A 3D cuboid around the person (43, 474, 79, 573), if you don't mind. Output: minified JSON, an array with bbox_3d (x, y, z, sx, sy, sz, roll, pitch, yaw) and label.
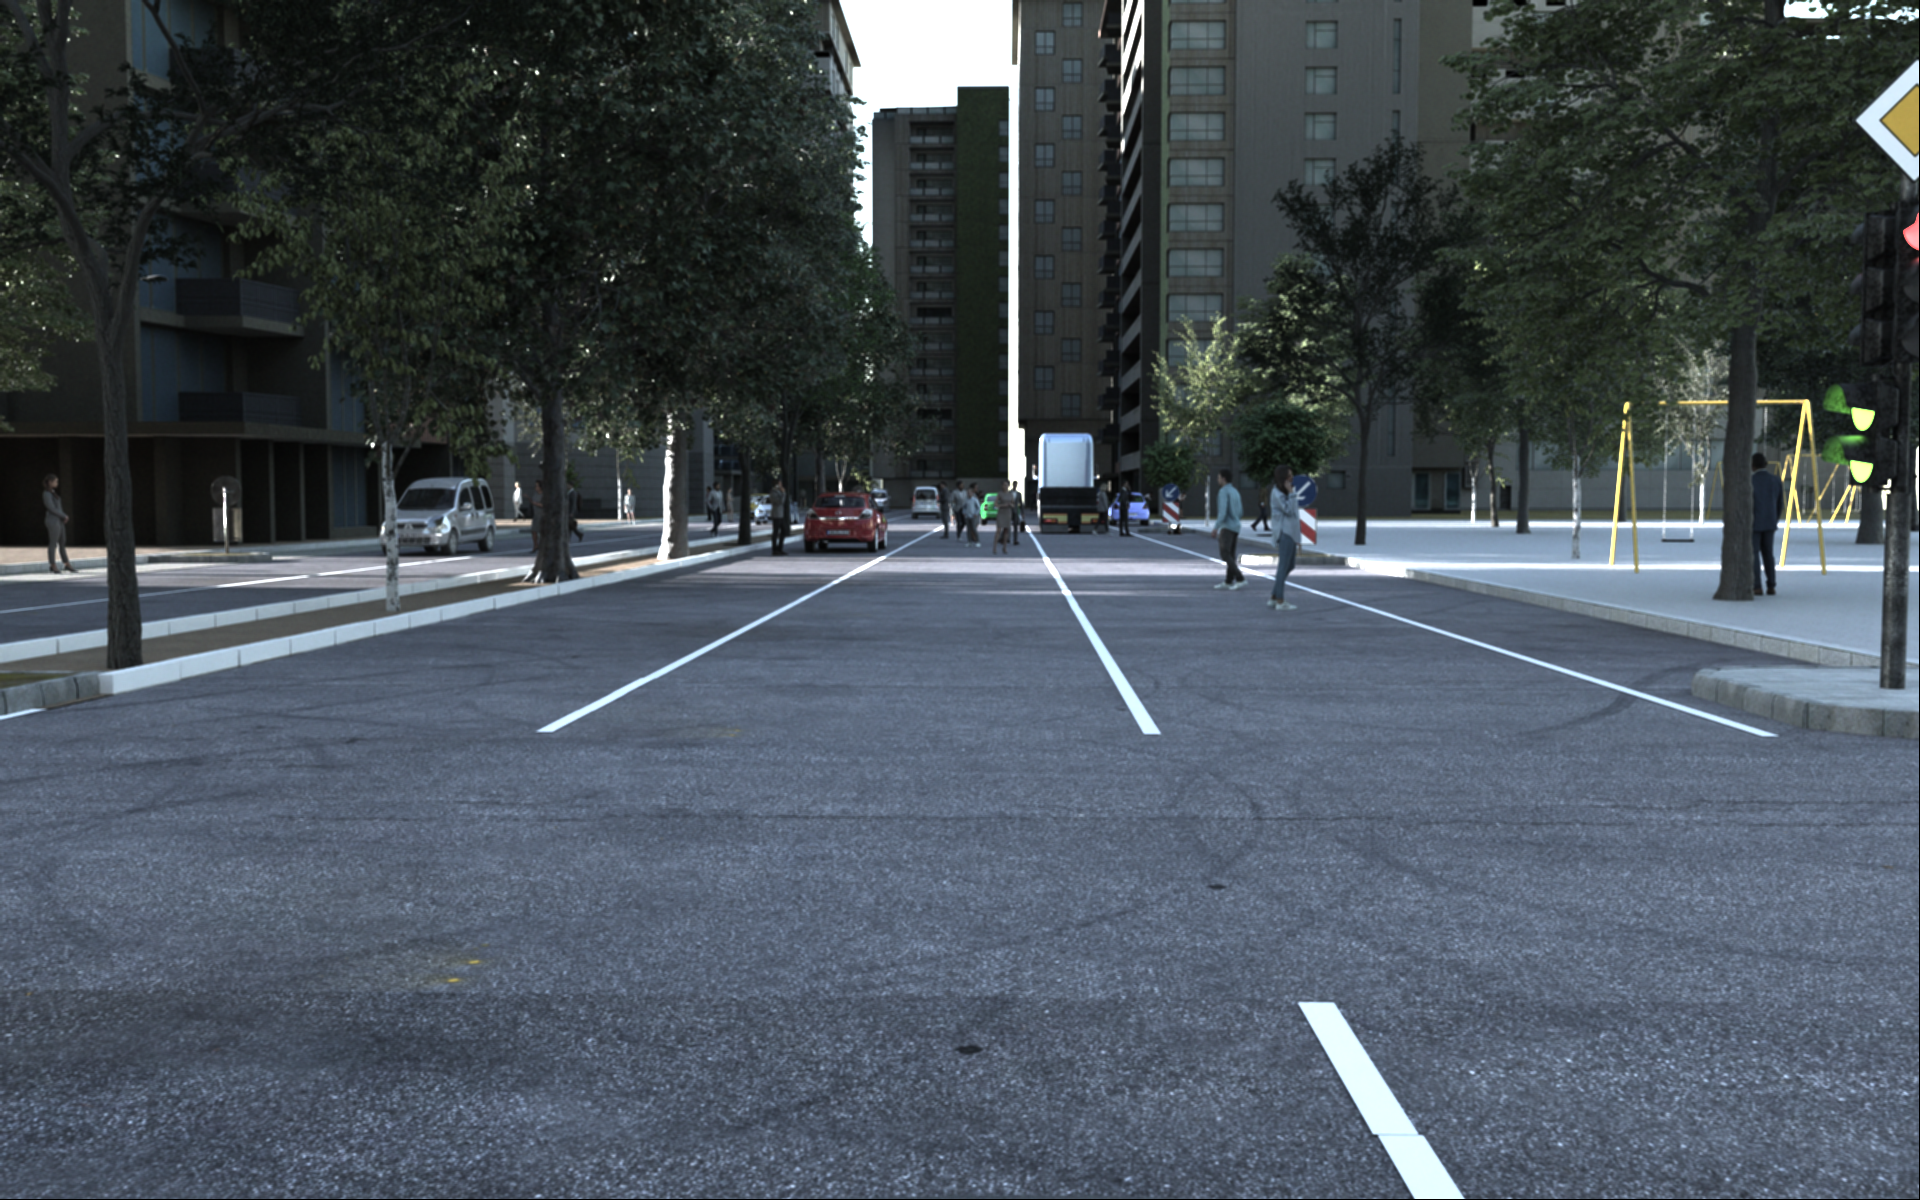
[{"bbox_3d":[-16.181,-1.370,31.171,0.573,1.790,0.520,-2,4,-34],"label":"person"}]

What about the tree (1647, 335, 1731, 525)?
[{"bbox_3d":[30.220,-7.371,70.877,4.360,8.622,3.978,0,3,0],"label":"tree"}]

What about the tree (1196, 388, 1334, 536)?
[{"bbox_3d":[9.745,-4.241,53.057,4.285,4.588,4.351,0,3,0],"label":"tree"}]

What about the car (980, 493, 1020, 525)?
[{"bbox_3d":[1.875,-4.409,80.879,1.959,1.807,4.718,0,4,2],"label":"car"}]

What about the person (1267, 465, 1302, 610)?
[{"bbox_3d":[4.000,-0.776,21.451,0.793,1.790,0.793,-1,4,-12],"label":"person"}]

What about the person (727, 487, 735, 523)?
[{"bbox_3d":[-11.564,-4.803,87.370,0.374,1.781,0.599,-1,4,-21],"label":"person"}]

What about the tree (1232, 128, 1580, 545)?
[{"bbox_3d":[10.474,-6.682,43.660,7.601,10.594,8.767,-1,4,-18],"label":"tree"}]

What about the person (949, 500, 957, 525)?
[{"bbox_3d":[-0.356,-4.021,79.252,0.505,1.210,0.382,-1,4,-9],"label":"person"}]

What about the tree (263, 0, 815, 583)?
[{"bbox_3d":[-6.601,-6.635,27.955,9.611,12.733,9.660,0,3,0],"label":"tree"}]

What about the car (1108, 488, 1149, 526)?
[{"bbox_3d":[7.735,-4.274,79.479,1.945,1.707,3.694,0,4,2],"label":"car"}]

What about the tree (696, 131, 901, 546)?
[{"bbox_3d":[-5.890,-7.312,47.764,9.928,11.665,9.643,0,3,0],"label":"tree"}]

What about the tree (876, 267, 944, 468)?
[{"bbox_3d":[-5.500,-9.082,67.958,9.611,12.733,9.660,0,3,0],"label":"tree"}]

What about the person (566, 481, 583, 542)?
[{"bbox_3d":[-11.499,-2.625,51.388,0.822,1.834,0.622,-3,4,-37],"label":"person"}]

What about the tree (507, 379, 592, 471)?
[{"bbox_3d":[-17.657,-7.673,75.811,4.360,8.622,3.978,0,3,0],"label":"tree"}]

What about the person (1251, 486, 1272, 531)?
[{"bbox_3d":[10.535,-3.323,60.282,0.836,1.842,0.656,-1,4,-13],"label":"person"}]

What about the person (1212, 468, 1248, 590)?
[{"bbox_3d":[4.090,-1.075,26.099,0.620,1.820,0.660,2,4,30],"label":"person"}]

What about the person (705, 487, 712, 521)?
[{"bbox_3d":[-13.410,-5.130,92.310,0.705,1.831,1.348,0,4,-4],"label":"person"}]

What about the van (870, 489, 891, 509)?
[{"bbox_3d":[-6.530,-8.122,139.804,2.013,2.044,4.112,0,4,1],"label":"van"}]

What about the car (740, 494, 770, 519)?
[{"bbox_3d":[-11.395,-5.403,98.556,2.015,1.641,3.980,0,4,2],"label":"car"}]

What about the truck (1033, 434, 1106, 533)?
[{"bbox_3d":[4.491,-4.989,71.325,2.967,4.110,18.799,0,4,2],"label":"truck"}]

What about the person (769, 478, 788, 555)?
[{"bbox_3d":[-4.232,-1.948,40.534,0.473,1.802,0.592,1,4,16],"label":"person"}]

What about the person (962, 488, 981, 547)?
[{"bbox_3d":[0.293,-2.256,47.203,0.589,1.601,0.330,3,4,38],"label":"person"}]

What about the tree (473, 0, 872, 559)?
[{"bbox_3d":[-6.283,-7.866,37.727,9.857,13.997,8.962,0,3,0],"label":"tree"}]

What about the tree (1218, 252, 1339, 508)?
[{"bbox_3d":[15.911,-9.997,81.585,7.486,12.596,7.792,0,3,0],"label":"tree"}]

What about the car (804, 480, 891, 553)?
[{"bbox_3d":[-2.862,-2.134,43.925,2.155,1.783,4.494,0,4,2],"label":"car"}]

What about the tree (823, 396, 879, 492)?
[{"bbox_3d":[-5.130,-7.493,75.335,4.737,8.622,4.395,0,3,0],"label":"tree"}]

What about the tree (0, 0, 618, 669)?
[{"bbox_3d":[-6.806,-4.731,14.215,8.767,10.594,7.601,0,4,2],"label":"tree"}]

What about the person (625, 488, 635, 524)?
[{"bbox_3d":[-15.495,-4.395,81.361,0.512,1.701,0.522,0,4,-5],"label":"person"}]

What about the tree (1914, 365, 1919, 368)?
[{"bbox_3d":[20.820,-5.126,34.169,4.360,8.622,3.978,0,3,0],"label":"tree"}]

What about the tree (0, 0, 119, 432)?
[{"bbox_3d":[-18.900,-6.882,30.654,7.486,12.596,7.792,0,3,0],"label":"tree"}]

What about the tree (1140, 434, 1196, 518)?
[{"bbox_3d":[11.395,-6.807,95.013,4.285,4.588,4.351,0,3,0],"label":"tree"}]

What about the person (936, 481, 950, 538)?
[{"bbox_3d":[-0.551,-2.919,56.025,0.447,1.846,0.655,0,4,2],"label":"person"}]

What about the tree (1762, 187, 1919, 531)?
[{"bbox_3d":[32.985,-8.746,60.002,9.611,12.733,9.660,0,3,0],"label":"tree"}]

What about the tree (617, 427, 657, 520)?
[{"bbox_3d":[-16.522,-8.248,85.214,4.737,8.622,4.395,0,3,0],"label":"tree"}]

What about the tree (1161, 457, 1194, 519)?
[{"bbox_3d":[11.302,-5.784,89.166,1.663,3.219,1.824,0,3,0],"label":"tree"}]

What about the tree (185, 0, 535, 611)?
[{"bbox_3d":[-6.878,-4.147,20.619,4.737,8.622,4.395,0,3,0],"label":"tree"}]

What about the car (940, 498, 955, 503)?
[{"bbox_3d":[-1.155,-8.682,154.530,1.945,1.354,3.894,0,4,0],"label":"car"}]

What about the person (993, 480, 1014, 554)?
[{"bbox_3d":[1.058,-2.002,41.575,0.599,1.781,0.374,-1,4,-19],"label":"person"}]

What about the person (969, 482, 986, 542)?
[{"bbox_3d":[0.489,-2.628,51.829,0.532,1.782,0.716,0,4,7],"label":"person"}]

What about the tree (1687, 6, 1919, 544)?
[{"bbox_3d":[23.571,-8.421,44.331,9.857,13.997,8.962,0,3,0],"label":"tree"}]

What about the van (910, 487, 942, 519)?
[{"bbox_3d":[-1.915,-5.707,100.319,2.013,2.044,4.112,0,4,1],"label":"van"}]

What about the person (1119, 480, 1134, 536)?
[{"bbox_3d":[5.653,-3.123,58.927,0.474,1.900,0.648,0,4,-7],"label":"person"}]

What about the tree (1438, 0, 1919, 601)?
[{"bbox_3d":[9.787,-6.258,20.439,7.486,12.596,7.792,0,3,0],"label":"tree"}]

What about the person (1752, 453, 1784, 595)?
[{"bbox_3d":[10.165,-0.963,21.974,0.721,1.800,0.419,-1,4,-17],"label":"person"}]

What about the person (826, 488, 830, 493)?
[{"bbox_3d":[-8.123,-5.973,106.164,0.705,1.823,1.348,-1,4,-16],"label":"person"}]

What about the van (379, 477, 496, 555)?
[{"bbox_3d":[-12.574,-2.126,41.776,2.013,2.044,4.112,0,4,3],"label":"van"}]

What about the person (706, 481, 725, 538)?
[{"bbox_3d":[-7.993,-2.939,56.397,0.795,1.843,0.661,3,5,45],"label":"person"}]

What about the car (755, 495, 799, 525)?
[{"bbox_3d":[-8.692,-4.307,82.421,2.014,1.417,4.499,0,4,0],"label":"car"}]

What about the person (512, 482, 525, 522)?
[{"bbox_3d":[-20.560,-4.578,80.765,0.514,1.842,0.818,3,5,43],"label":"person"}]

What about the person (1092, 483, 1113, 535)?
[{"bbox_3d":[4.924,-3.135,59.941,0.728,1.800,0.709,-1,4,-9],"label":"person"}]

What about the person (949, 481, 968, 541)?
[{"bbox_3d":[-0.037,-2.717,52.767,0.661,1.843,0.795,-2,4,-24],"label":"person"}]

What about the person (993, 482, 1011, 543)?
[{"bbox_3d":[1.265,-2.577,50.836,0.583,1.804,0.606,2,4,34],"label":"person"}]

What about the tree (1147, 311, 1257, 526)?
[{"bbox_3d":[9.666,-7.263,69.117,4.737,8.622,4.395,0,3,0],"label":"tree"}]

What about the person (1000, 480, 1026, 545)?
[{"bbox_3d":[1.490,-2.480,49.016,0.622,1.834,0.822,-1,4,-21],"label":"person"}]

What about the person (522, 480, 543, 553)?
[{"bbox_3d":[-10.361,-2.038,42.184,0.716,1.782,0.532,3,5,41],"label":"person"}]

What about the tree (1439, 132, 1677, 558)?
[{"bbox_3d":[12.148,-5.124,34.145,4.737,8.622,4.395,0,3,0],"label":"tree"}]

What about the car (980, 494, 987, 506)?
[{"bbox_3d":[2.363,-6.786,119.747,1.959,1.807,4.718,0,4,1],"label":"car"}]

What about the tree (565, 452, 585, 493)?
[{"bbox_3d":[-18.060,-5.212,79.818,1.663,3.219,1.824,0,3,0],"label":"tree"}]
